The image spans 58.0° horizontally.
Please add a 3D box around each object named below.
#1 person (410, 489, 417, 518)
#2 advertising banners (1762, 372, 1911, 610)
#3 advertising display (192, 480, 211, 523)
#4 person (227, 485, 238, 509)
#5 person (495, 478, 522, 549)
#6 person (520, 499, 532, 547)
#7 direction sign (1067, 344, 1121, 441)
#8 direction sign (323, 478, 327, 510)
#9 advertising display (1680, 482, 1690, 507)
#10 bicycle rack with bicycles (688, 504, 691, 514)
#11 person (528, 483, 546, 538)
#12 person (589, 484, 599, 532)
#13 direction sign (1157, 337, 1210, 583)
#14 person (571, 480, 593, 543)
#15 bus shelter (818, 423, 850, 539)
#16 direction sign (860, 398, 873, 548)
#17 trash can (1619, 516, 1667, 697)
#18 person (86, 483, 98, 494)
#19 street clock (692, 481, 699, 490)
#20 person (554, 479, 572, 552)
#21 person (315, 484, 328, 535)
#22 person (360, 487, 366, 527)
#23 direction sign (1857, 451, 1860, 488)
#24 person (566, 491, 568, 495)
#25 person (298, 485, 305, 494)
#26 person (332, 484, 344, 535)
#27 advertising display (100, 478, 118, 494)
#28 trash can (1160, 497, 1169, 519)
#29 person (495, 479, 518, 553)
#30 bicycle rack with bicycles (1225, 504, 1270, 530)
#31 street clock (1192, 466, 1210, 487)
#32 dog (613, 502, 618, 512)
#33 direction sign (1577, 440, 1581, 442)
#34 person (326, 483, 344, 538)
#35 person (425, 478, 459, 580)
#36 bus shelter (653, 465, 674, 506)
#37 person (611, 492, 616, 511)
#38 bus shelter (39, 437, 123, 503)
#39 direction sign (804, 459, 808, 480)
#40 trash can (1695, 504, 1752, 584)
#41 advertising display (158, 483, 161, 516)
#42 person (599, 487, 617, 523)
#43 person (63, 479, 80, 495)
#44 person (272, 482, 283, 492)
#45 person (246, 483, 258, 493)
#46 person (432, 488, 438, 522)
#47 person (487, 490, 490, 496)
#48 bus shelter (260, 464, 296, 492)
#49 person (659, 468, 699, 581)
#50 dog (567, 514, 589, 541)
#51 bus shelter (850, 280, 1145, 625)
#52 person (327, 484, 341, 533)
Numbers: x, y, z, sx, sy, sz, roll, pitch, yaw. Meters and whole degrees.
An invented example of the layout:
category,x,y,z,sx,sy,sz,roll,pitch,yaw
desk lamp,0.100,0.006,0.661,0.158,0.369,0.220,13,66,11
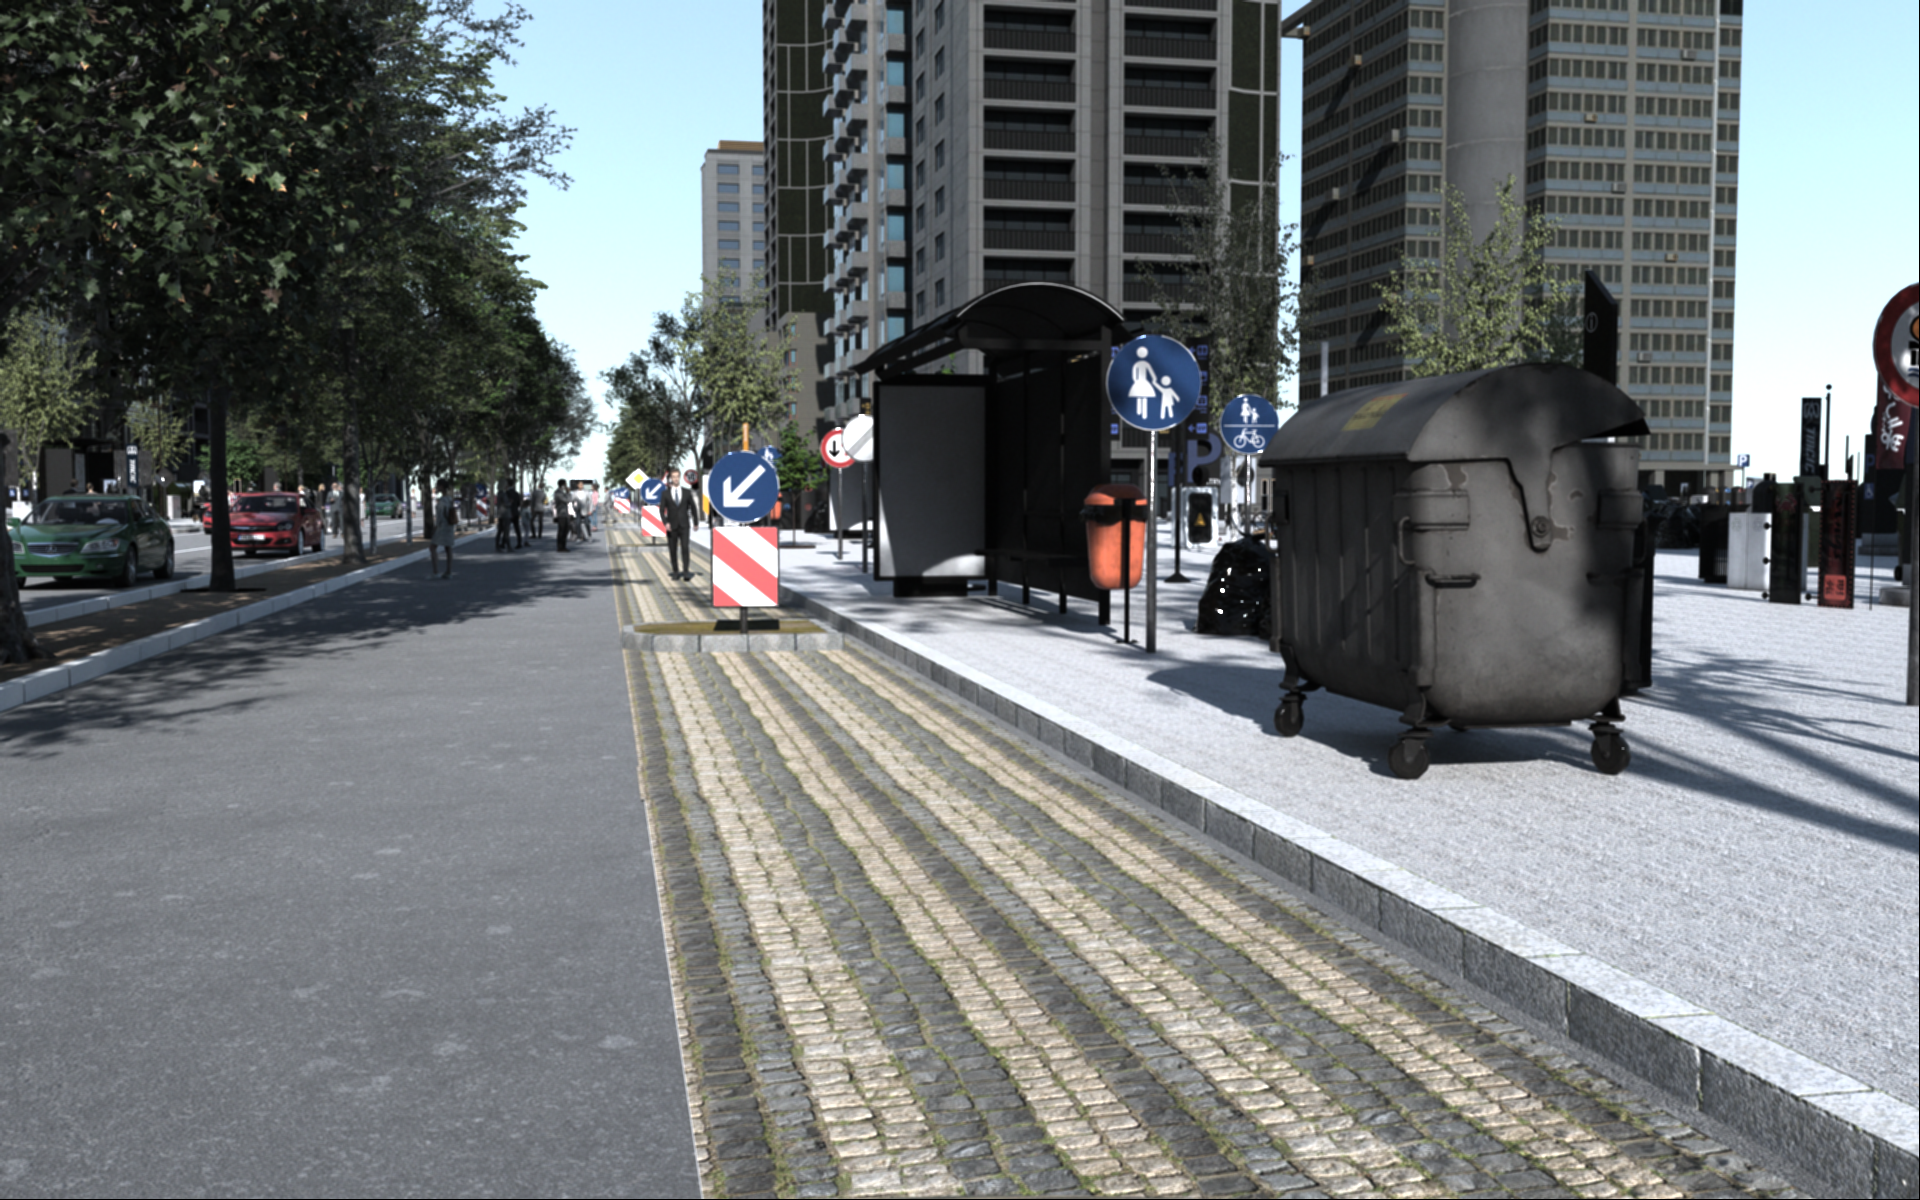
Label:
category,x,y,z,sx,sy,sz,roll,pitch,yaw
person,-32.800,-5.811,104.082,0.524,1.755,0.480,2,4,33
advertising banners,9.878,-1.426,19.496,0.090,3.025,2.074,-1,4,-18
advertising display,-34.123,-4.461,78.151,0.974,1.923,0.123,-3,5,-43
person,-24.371,-2.982,58.090,0.563,1.720,0.643,2,4,35
person,-11.805,-2.267,45.346,0.755,1.850,0.659,2,4,24
person,-11.822,-2.111,47.287,0.425,1.301,0.394,2,4,26
direction sign,1.900,-2.039,25.336,0.876,3.537,0.379,0,4,2
direction sign,-52.566,-9.244,143.136,0.379,3.537,0.876,-1,4,-22
advertising display,39.700,-5.483,94.856,0.123,1.923,0.974,0,4,-2
bicycle rack with bicycles,-16.563,-6.056,112.389,2.852,0.926,2.925,-3,4,-36
person,-13.661,-2.891,55.944,0.592,1.802,0.473,-2,4,-25
person,-14.030,-3.534,66.296,0.388,1.821,0.555,-3,5,-40
direction sign,3.158,-2.022,25.062,0.876,3.537,0.379,0,4,3
person,-11.045,-2.589,50.677,0.661,1.843,0.795,0,4,5
bus shelter,-2.479,-3.233,46.781,2.014,3.302,5.546,-1,4,-12
direction sign,-2.039,-2.997,41.002,0.379,3.537,0.876,3,5,42
trash can,4.128,0.032,11.127,0.748,1.137,0.748,0,3,0
person,-26.896,-2.745,53.722,0.374,1.781,0.599,3,4,36
street clock,-13.921,-5.301,91.242,0.471,2.002,0.358,2,4,25
person,-9.802,-2.087,42.805,0.473,1.802,0.592,0,4,-4
person,-22.748,-3.230,61.529,0.699,1.804,1.509,-1,4,-10
person,-25.982,-4.040,75.119,0.480,1.755,0.524,-3,5,-43
direction sign,47.763,-6.124,92.131,0.379,3.537,0.876,2,4,25
person,-33.265,-8.466,146.935,0.388,1.821,0.555,-1,4,-23
person,-27.564,-3.909,72.635,0.641,1.798,0.478,-2,4,-32
person,-21.609,-3.153,60.448,0.834,1.777,0.661,3,5,44
advertising display,-34.789,-4.014,70.840,0.123,1.923,0.974,0,4,7
trash can,10.556,-4.706,88.592,0.748,1.137,0.748,0,3,0
person,-11.158,-2.069,42.509,0.526,1.800,0.537,-1,4,-22
bicycle rack with bicycles,9.372,-3.015,62.681,2.925,0.926,2.852,3,5,39
street clock,6.300,-2.495,45.358,0.358,2.002,0.471,-2,4,-28
dog,-27.913,-7.565,140.523,0.513,0.831,0.800,-2,4,-23
direction sign,18.872,-3.689,52.308,0.876,3.537,0.379,-3,4,-36
person,-20.364,-2.931,56.600,0.661,1.801,0.590,-2,4,-24
person,-8.706,-1.205,29.203,0.522,1.701,0.512,0,4,4
bus shelter,-24.282,-9.197,141.652,1.731,3.624,6.357,-1,4,-12
person,-28.797,-8.147,143.513,0.589,1.601,0.330,0,4,-7
bus shelter,-37.373,-5.045,73.773,1.731,3.624,6.357,-1,4,-12
direction sign,-9.866,-7.118,108.370,0.876,3.537,0.379,-3,5,-41
trash can,11.002,-0.816,24.995,0.748,1.137,0.748,0,3,0
advertising display,-41.061,-5.117,88.882,0.123,1.923,0.974,-2,4,-24
person,-17.193,-4.642,84.678,0.850,1.792,0.678,0,3,0
person,-24.994,-2.480,48.828,0.659,1.850,0.755,1,4,17
person,-20.070,-2.565,50.840,0.834,1.777,0.661,2,4,32
person,-30.560,-4.094,74.793,0.474,1.900,0.648,3,5,40
person,-26.914,-4.873,88.740,0.524,1.755,0.480,2,4,34
person,-39.734,-8.425,146.648,0.661,1.777,0.834,-3,5,-44
bus shelter,-47.962,-8.018,122.379,1.731,3.624,6.357,-1,4,-12
person,-4.608,-1.232,28.420,0.659,1.850,0.755,-1,4,-11
dog,-11.684,-2.228,53.260,0.800,0.831,0.513,0,4,0
bus shelter,0.216,-1.542,19.128,2.014,3.302,5.546,-1,4,-12
person,-23.138,-3.403,64.313,0.728,1.800,0.709,0,4,-7
